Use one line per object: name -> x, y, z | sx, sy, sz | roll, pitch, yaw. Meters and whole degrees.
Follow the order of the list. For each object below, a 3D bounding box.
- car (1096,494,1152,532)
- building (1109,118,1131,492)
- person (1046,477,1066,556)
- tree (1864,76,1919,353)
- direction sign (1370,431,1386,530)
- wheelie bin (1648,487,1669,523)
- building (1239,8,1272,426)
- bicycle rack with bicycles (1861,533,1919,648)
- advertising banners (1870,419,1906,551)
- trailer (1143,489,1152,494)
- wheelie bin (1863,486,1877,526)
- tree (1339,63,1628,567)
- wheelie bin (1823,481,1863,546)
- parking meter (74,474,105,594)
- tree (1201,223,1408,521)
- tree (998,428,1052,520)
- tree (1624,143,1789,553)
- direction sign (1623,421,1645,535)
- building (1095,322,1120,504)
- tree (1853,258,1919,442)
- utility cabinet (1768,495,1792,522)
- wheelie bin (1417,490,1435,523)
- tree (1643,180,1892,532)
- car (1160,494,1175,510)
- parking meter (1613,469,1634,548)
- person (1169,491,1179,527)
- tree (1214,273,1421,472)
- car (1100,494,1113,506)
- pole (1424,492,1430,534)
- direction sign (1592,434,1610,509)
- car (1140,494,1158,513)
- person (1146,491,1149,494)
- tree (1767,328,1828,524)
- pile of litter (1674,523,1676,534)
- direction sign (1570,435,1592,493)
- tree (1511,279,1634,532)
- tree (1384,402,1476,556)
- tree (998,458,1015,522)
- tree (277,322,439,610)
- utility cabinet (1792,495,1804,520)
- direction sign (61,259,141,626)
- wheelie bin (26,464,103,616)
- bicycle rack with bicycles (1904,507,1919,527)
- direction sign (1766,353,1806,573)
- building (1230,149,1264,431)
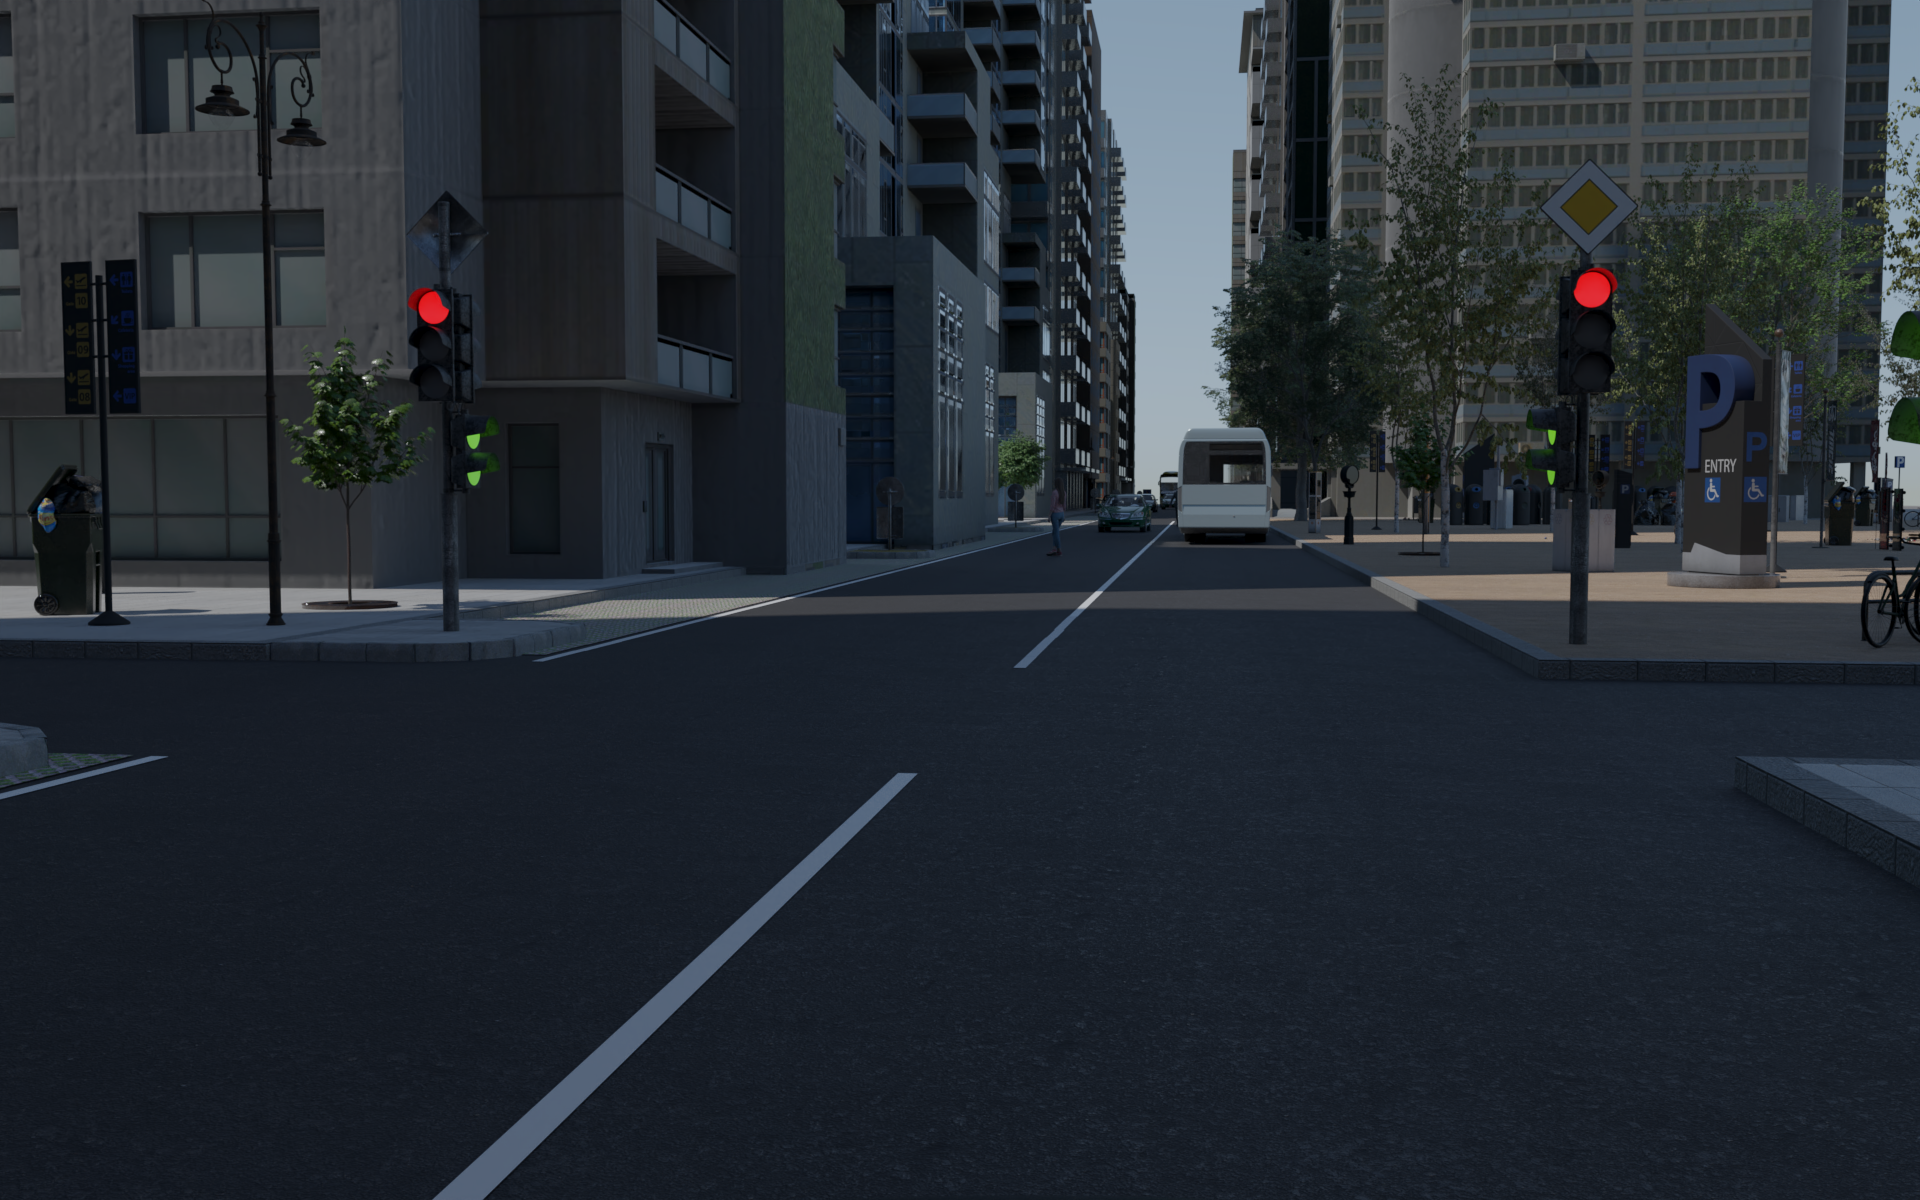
car -> 6.344, -3.343, 66.460 | 2.131, 1.459, 4.920 | 1, 4, 10
building -> 9.498, -36.657, 218.957 | 23.786, 49.044, 30.456 | 0, 4, 8
person -> 2.255, -1.932, 40.094 | 0.388, 1.821, 0.555 | 2, 4, 34
tree -> 16.780, -4.774, 28.418 | 4.737, 8.622, 4.395 | 0, 3, 0
direction sign -> 14.960, -4.287, 62.093 | 0.876, 3.537, 0.379 | -3, 5, -40
wheelie bin -> 31.033, -4.218, 76.869 | 0.980, 1.594, 0.693 | -2, 4, -30
building -> 44.388, -36.457, 185.311 | 28.713, 52.752, 27.495 | 0, 4, 8
bicycle rack with bicycles -> 8.818, -0.075, 14.616 | 2.925, 0.926, 2.852 | -1, 4, -17
advertising banners -> 21.339, -2.673, 39.891 | 0.090, 3.025, 2.074 | 0, 4, 8
trailer -> 21.961, -12.007, 203.368 | 1.471, 1.999, 3.904 | 0, 4, 7
wheelie bin -> 36.232, -3.755, 69.301 | 0.980, 1.594, 0.693 | -3, 5, -42
tree -> 8.523, -4.865, 29.912 | 4.737, 8.622, 4.395 | 0, 3, 0
wheelie bin -> 21.967, -2.162, 43.249 | 0.693, 1.594, 0.980 | 1, 4, 15
parking meter -> -11.200, -0.846, 22.249 | 0.372, 1.533, 0.369 | 0, 3, 0
tree -> 16.432, -10.753, 82.465 | 9.857, 13.997, 8.962 | 0, 3, 0
tree -> 2.965, -6.300, 86.715 | 4.285, 4.588, 4.351 | 0, 3, 0
tree -> 15.971, -5.322, 37.378 | 4.737, 8.622, 4.395 | 0, 3, 0
direction sign -> 20.942, -3.784, 53.862 | 0.876, 3.537, 0.379 | -2, 4, -27
building -> 2.964, -21.099, 190.005 | 27.650, 21.520, 28.899 | 0, 4, 8
tree -> 28.686, -6.160, 51.086 | 4.360, 8.622, 3.978 | 0, 3, 0
utility cabinet -> 37.434, -4.172, 79.380 | 0.306, 1.237, 1.020 | -3, 4, -36
wheelie bin -> 20.632, -4.201, 76.587 | 0.693, 1.594, 0.980 | 0, 4, -2
tree -> 27.263, -8.139, 58.821 | 9.928, 11.665, 9.643 | 0, 3, 0
car -> 19.745, -9.145, 161.314 | 2.131, 1.459, 4.920 | 1, 4, 10
parking meter -> 15.720, -2.162, 41.053 | 0.399, 1.863, 0.255 | 0, 4, -1
person -> 9.647, -4.159, 76.280 | 0.659, 1.850, 0.755 | 2, 4, 28
tree -> 14.996, -8.439, 72.391 | 8.767, 10.594, 7.601 | 0, 4, 3
car -> 11.522, -7.410, 130.941 | 2.009, 1.686, 4.222 | 0, 4, 6
pole -> 14.878, -3.752, 55.190 | 0.158, 3.312, 0.155 | 0, 3, 0
direction sign -> 24.247, -4.522, 65.939 | 0.876, 3.537, 0.379 | 1, 4, 22
car -> 14.564, -7.706, 135.781 | 2.009, 1.686, 4.222 | 1, 4, 10
person -> 19.876, -10.714, 184.504 | 0.721, 1.723, 1.217 | -3, 5, -39
tree -> 35.766, -7.504, 73.056 | 4.360, 8.622, 3.978 | 0, 3, 0
pile of litter -> 22.986, -2.466, 54.278 | 1.719, 0.858, 1.176 | -3, 5, -42
direction sign -> 22.005, -4.282, 62.000 | 0.379, 3.537, 0.876 | -2, 4, -34
tree -> 20.311, -6.623, 58.645 | 4.360, 8.622, 3.978 | 0, 3, 0
tree -> 9.692, -2.562, 36.487 | 1.663, 3.219, 1.824 | 0, 3, 0
tree -> 1.446, -5.293, 81.142 | 1.663, 3.219, 1.824 | 0, 3, 0
tree -> -6.968, -1.518, 19.427 | 1.663, 3.219, 1.824 | 0, 3, 0
utility cabinet -> 41.050, -4.507, 84.857 | 1.020, 1.237, 0.306 | -3, 4, -38
direction sign -> -8.355, -1.523, 16.903 | 0.876, 3.537, 0.379 | 1, 4, 16
wheelie bin -> -9.523, -0.651, 18.545 | 0.693, 1.594, 0.980 | -1, 4, -14
bicycle rack with bicycles -> 38.701, -3.317, 67.610 | 2.925, 0.926, 2.852 | 3, 4, 38
direction sign -> 13.365, -2.222, 28.327 | 0.379, 3.537, 0.876 | -2, 4, -31
building -> 39.485, -32.033, 207.329 | 14.154, 41.232, 14.086 | 0, 4, 8
